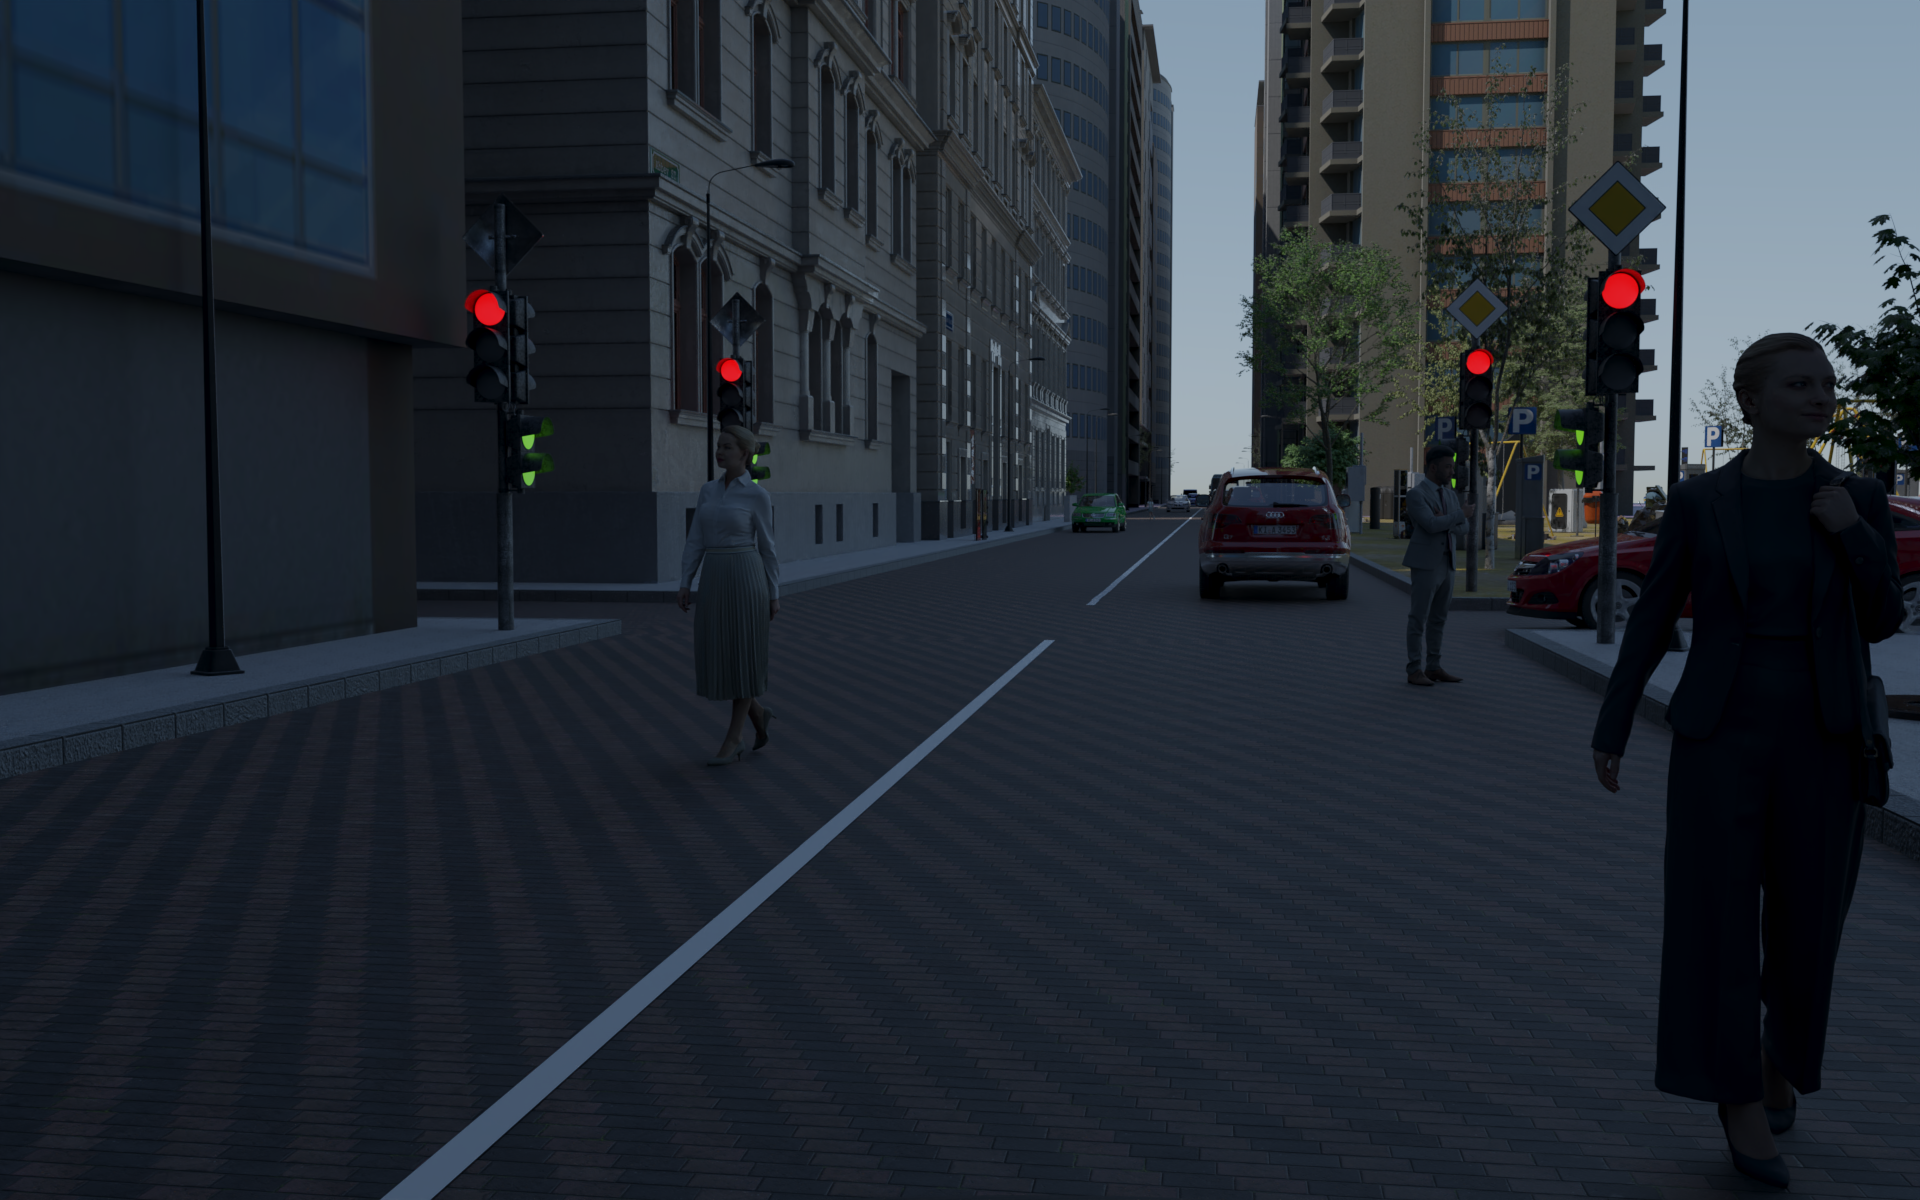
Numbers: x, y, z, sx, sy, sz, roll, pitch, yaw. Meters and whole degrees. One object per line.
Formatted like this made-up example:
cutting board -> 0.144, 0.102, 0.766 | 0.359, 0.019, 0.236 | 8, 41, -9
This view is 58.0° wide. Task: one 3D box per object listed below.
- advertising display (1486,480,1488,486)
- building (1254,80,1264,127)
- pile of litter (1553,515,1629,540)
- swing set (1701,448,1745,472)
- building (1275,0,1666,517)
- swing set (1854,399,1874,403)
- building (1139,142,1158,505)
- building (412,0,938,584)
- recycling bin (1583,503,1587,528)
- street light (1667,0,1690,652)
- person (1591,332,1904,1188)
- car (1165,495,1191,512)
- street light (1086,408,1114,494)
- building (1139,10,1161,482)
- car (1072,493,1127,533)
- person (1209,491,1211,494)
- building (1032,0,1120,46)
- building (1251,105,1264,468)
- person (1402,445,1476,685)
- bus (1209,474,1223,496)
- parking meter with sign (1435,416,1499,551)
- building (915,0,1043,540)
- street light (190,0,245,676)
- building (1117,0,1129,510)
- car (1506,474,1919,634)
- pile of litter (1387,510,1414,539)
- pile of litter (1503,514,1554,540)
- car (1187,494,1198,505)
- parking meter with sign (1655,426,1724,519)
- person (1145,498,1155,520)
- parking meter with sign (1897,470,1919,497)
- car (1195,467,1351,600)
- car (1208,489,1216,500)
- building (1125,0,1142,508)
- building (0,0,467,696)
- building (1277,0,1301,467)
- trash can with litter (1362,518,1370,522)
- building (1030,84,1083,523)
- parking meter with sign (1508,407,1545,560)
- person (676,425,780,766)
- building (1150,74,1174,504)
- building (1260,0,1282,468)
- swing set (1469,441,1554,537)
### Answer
advertising display -> 23.836, -4.409, 77.305 | 0.974, 1.923, 0.123 | -2, 4, -33
building -> 51.028, -38.235, 214.385 | 28.713, 52.752, 27.495 | 1, 4, 8
pile of litter -> 13.170, -1.310, 35.382 | 1.719, 0.858, 1.176 | -3, 5, -42
swing set -> 26.992, -3.763, 59.138 | 3.119, 2.851, 2.862 | 1, 4, 11
building -> 31.974, -27.966, 111.868 | 22.147, 44.769, 28.867 | 1, 4, 8
swing set -> 16.057, -1.882, 28.383 | 3.119, 2.851, 2.862 | 1, 4, 10
building -> 17.410, -34.648, 216.602 | 14.600, 45.320, 14.200 | 1, 4, 8
building -> -8.837, -15.195, 35.820 | 14.401, 28.519, 23.554 | 1, 4, 8
recycling bin -> 23.055, -3.211, 65.059 | 0.722, 1.027, 0.722 | -2, 4, -28
street light -> 5.301, -2.545, 14.148 | 1.470, 5.913, 1.316 | 1, 4, 8
person -> 1.720, 0.315, 3.770 | 0.576, 1.772, 0.534 | 0, 4, -3
car -> 17.528, -7.745, 138.992 | 2.083, 1.381, 4.827 | 0, 4, 8
street light -> 7.406, -7.400, 93.536 | 1.470, 5.913, 1.316 | 1, 4, 8
building -> 7.835, -37.136, 196.405 | 28.713, 52.752, 27.495 | 1, 4, 8
car -> 5.309, -3.493, 65.907 | 1.959, 1.807, 4.718 | 1, 4, 10
person -> 27.917, -11.323, 193.708 | 0.705, 1.814, 1.350 | 2, 4, 33
building -> -0.903, -34.928, 113.074 | 21.231, 58.520, 28.212 | 1, 4, 8
building -> 40.053, -33.315, 194.809 | 14.600, 45.320, 14.200 | 1, 4, 8
person -> 3.617, -0.266, 13.036 | 0.466, 1.800, 0.511 | 3, 5, 40
bus -> 25.215, -10.423, 165.272 | 2.948, 3.499, 13.247 | 1, 4, 8
parking meter with sign -> 11.603, -2.647, 39.540 | 1.738, 3.016, 0.543 | -3, 4, -36
building -> -4.353, -16.061, 59.856 | 12.463, 27.353, 25.104 | 1, 4, 8
street light -> -4.765, -2.419, 12.098 | 1.470, 5.913, 1.316 | 1, 4, 8
building -> 5.618, -27.601, 134.872 | 14.154, 41.232, 14.086 | 1, 4, 8
car -> 7.907, -0.525, 17.621 | 4.494, 1.783, 2.155 | 1, 4, 10
pile of litter -> 13.024, -2.175, 49.527 | 1.176, 0.858, 1.719 | -2, 4, -26
pile of litter -> 16.207, -2.155, 49.204 | 1.176, 0.858, 1.719 | -1, 4, -10
car -> 27.304, -11.811, 202.705 | 1.945, 1.707, 3.694 | 0, 4, 7
parking meter with sign -> 18.499, -2.920, 44.003 | 1.738, 3.016, 0.543 | -1, 4, -22
person -> 10.481, -5.013, 95.484 | 0.505, 1.210, 0.382 | -1, 4, -9
parking meter with sign -> 29.548, -3.537, 54.096 | 1.738, 3.016, 0.543 | 2, 4, 25
car -> 4.547, -1.010, 25.188 | 2.281, 1.827, 5.304 | 1, 4, 10
car -> 20.937, -7.911, 138.020 | 2.281, 1.827, 5.304 | 0, 4, 7
building -> 4.836, -32.386, 153.218 | 21.300, 48.544, 21.600 | 1, 4, 8
building -> -12.834, -22.004, 9.869 | 14.200, 45.320, 14.600 | 1, 4, 8
building -> 31.876, -27.575, 134.454 | 14.154, 41.232, 14.086 | 1, 4, 8
trash can with litter -> 18.594, -4.198, 79.701 | 1.678, 1.210, 2.233 | 2, 4, 30
building -> -0.778, -15.086, 82.809 | 11.583, 22.565, 21.152 | 1, 4, 8
parking meter with sign -> 11.142, -2.304, 33.939 | 0.543, 3.016, 1.738 | 0, 4, 8
person -> -1.197, -0.039, 9.362 | 0.478, 1.798, 0.641 | 2, 4, 33
building -> 18.174, -42.540, 237.529 | 21.231, 58.520, 28.212 | 1, 4, 8
building -> 37.878, -37.524, 155.520 | 21.231, 58.520, 28.212 | 1, 4, 8
swing set -> 15.786, -3.347, 52.351 | 2.862, 2.851, 3.119 | -2, 4, -25
